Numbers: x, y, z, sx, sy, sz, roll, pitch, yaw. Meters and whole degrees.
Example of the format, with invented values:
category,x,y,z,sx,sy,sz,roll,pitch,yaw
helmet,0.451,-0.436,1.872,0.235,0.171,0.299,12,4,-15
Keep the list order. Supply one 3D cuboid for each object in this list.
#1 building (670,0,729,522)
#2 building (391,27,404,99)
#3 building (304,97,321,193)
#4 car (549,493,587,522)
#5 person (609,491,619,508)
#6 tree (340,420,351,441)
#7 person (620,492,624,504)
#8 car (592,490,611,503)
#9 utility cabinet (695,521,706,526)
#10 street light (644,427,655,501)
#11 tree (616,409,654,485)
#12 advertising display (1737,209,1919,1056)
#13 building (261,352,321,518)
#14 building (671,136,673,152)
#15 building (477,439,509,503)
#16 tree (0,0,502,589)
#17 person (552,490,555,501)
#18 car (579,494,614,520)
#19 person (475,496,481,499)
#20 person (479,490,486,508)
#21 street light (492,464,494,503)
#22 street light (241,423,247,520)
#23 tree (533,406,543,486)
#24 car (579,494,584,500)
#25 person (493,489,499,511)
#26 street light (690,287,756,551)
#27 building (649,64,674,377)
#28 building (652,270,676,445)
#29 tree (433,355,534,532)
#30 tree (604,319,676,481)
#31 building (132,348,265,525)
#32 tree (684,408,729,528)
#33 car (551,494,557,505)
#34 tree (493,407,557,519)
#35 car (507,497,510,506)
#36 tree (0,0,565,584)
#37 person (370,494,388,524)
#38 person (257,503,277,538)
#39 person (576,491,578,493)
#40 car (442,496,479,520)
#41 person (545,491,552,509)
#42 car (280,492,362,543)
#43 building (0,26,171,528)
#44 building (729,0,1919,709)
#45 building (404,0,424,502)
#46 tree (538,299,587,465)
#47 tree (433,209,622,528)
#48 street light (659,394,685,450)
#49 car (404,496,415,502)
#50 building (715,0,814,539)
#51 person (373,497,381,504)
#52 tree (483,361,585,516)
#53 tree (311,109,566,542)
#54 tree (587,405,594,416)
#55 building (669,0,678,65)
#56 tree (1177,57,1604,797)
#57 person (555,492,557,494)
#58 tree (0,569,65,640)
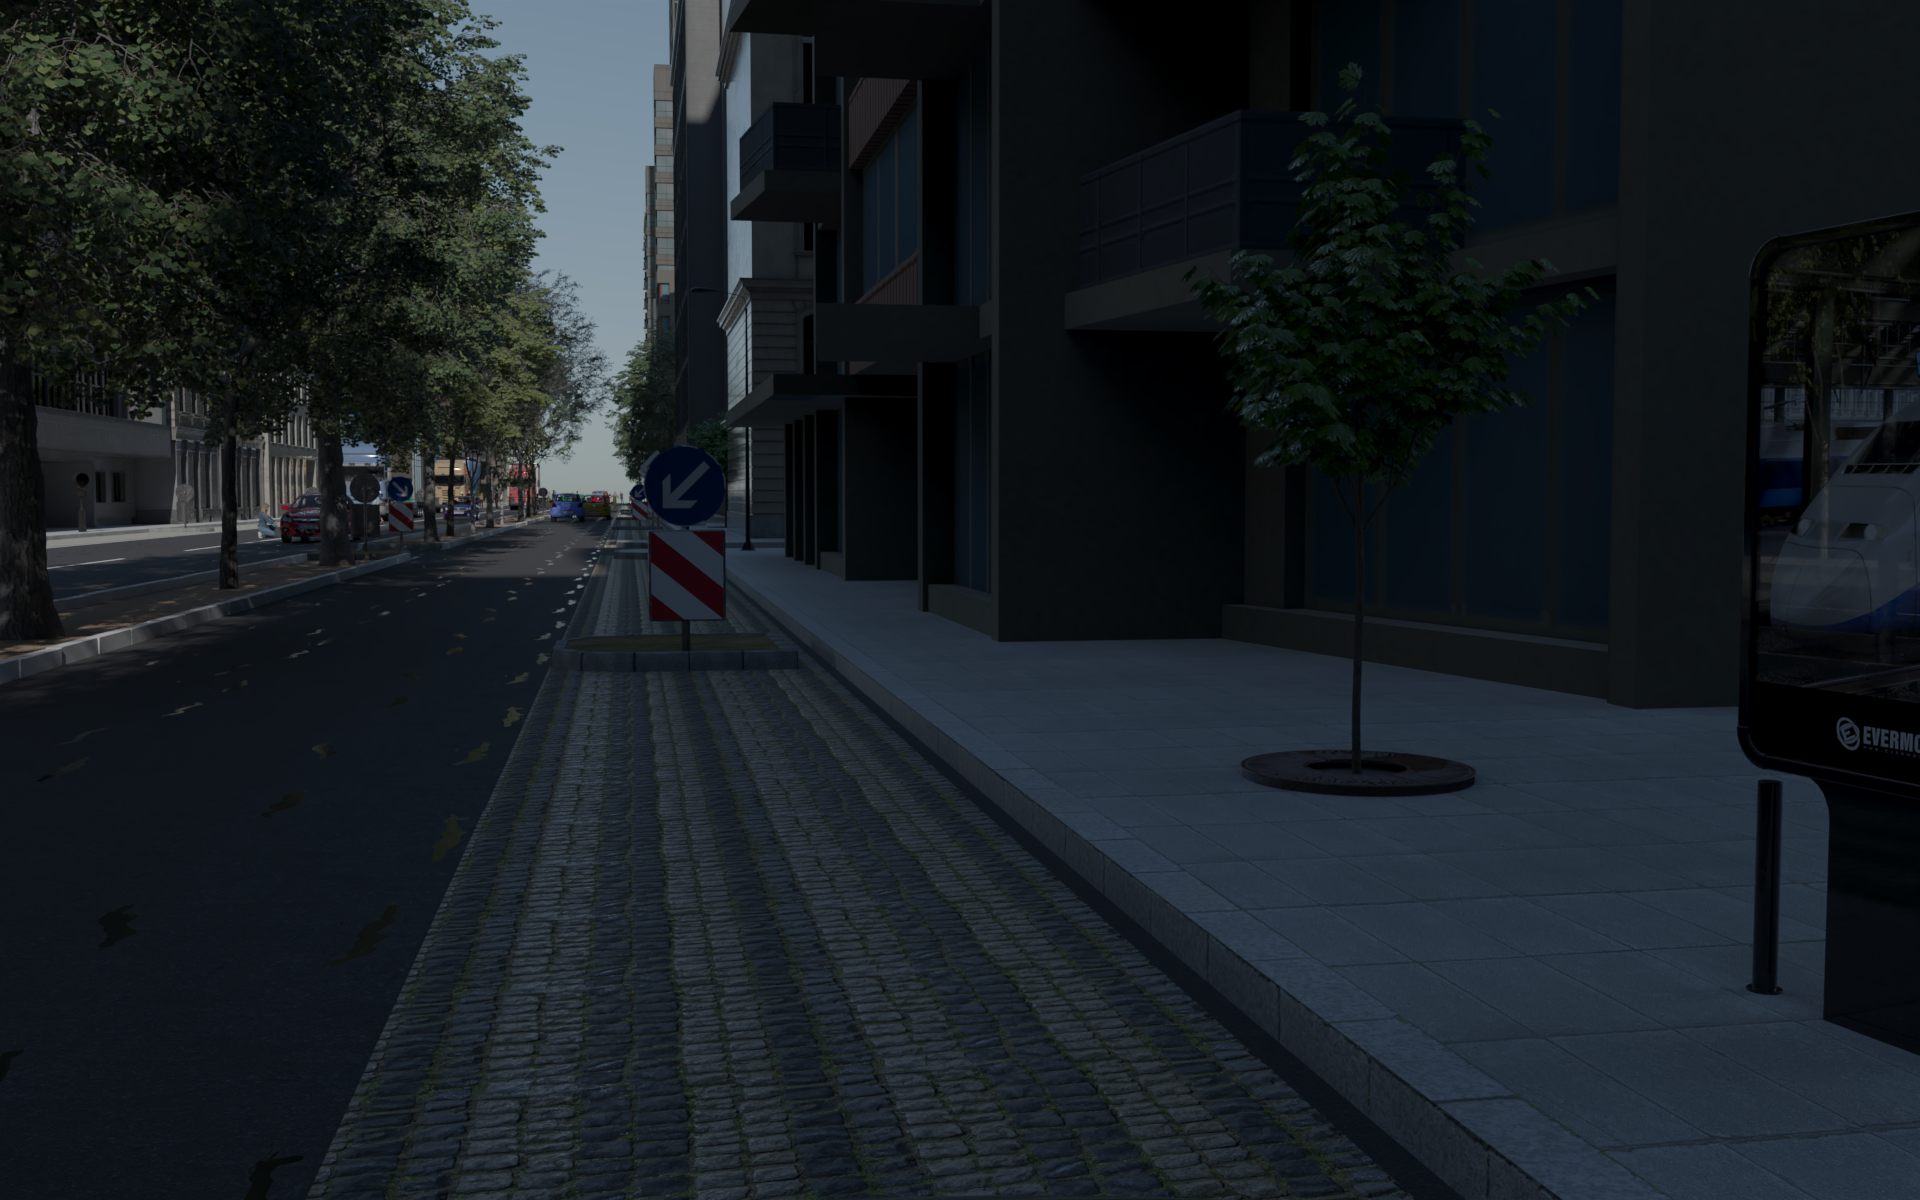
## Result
category,x,y,z,sx,sy,sz,roll,pitch,yaw
building,-7.000,-17.959,87.143,14.314,27.812,24.014,-1,4,-11
building,-54.747,-30.357,146.451,14.600,45.320,14.200,-1,4,-11
building,-59.916,-26.537,125.759,32.217,40.220,23.993,-1,4,-11
car,-20.349,-4.912,89.900,1.945,1.707,3.694,-1,4,-12
person,-34.713,-10.072,173.909,0.721,1.736,1.217,3,4,39
tree,-41.857,-9.996,113.789,4.737,8.622,4.395,0,3,0
person,-47.881,-14.436,244.979,0.683,1.767,0.568,1,4,12
car,-37.270,-10.439,179.343,2.281,1.827,5.304,-1,4,-12
utility cabinet,-10.693,-3.578,69.658,0.306,1.237,1.020,3,5,42
street light,-21.171,-9.075,120.923,1.470,5.913,1.316,-1,4,-11
tree,-35.510,-17.520,203.464,9.611,12.733,9.660,0,3,0
advertising display,2.207,0.074,4.010,0.123,1.923,0.974,-1,4,-17
building,-42.946,-14.858,97.681,10.420,20.320,16.860,-1,4,-11
building,-10.985,-19.764,110.529,14.401,28.519,23.554,-1,4,-11
building,-81.511,-25.010,253.945,27.650,21.520,28.899,-1,4,-11
tree,-10.952,-5.413,25.373,8.767,10.594,7.601,-1,4,-11
person,-37.050,-9.150,158.126,0.705,1.821,1.348,0,3,0
car,-20.261,-5.257,96.179,2.015,1.641,3.980,-1,4,-10
person,-46.570,-9.665,166.604,1.350,1.814,0.705,3,5,39
person,-49.532,-10.436,179.227,1.348,1.812,0.705,1,4,9
street light,-64.388,-16.410,240.845,1.470,5.913,1.316,-1,4,-11
street light,-34.338,-6.833,84.266,1.470,5.913,1.316,-1,4,-11
tree,-21.297,-7.794,80.248,4.360,8.622,3.978,0,3,0
car,-25.227,-6.390,113.271,1.959,1.807,4.718,-1,4,-10
person,-39.536,-8.531,147.620,0.705,1.869,1.348,-2,4,-28
street light,-5.353,-4.072,39.122,1.470,5.913,1.316,-1,4,-11
building,-22.722,-29.728,169.641,14.154,41.232,14.086,-1,4,-11
building,-12.424,-18.675,150.368,27.650,21.520,28.899,-1,4,-11
tree,-18.073,-6.802,64.025,4.360,8.622,3.978,0,3,0
tree,-21.550,-13.535,127.954,9.857,13.997,8.962,0,3,0
building,-39.314,-14.150,80.505,9.793,20.994,18.267,-1,4,-11
tree,-9.068,-5.057,66.398,4.285,4.588,4.351,0,3,0
car,-51.933,-13.099,223.754,1.945,1.707,3.694,-1,4,-11
tree,-24.662,-8.849,97.507,4.737,8.622,4.395,0,3,0
car,-53.397,-12.209,208.653,2.155,1.783,4.494,-1,4,-11
tree,-12.384,-7.636,33.968,9.857,13.997,8.962,0,3,0
person,-27.250,-4.476,81.907,1.509,1.804,0.699,-2,4,-24
person,-22.591,-2.611,56.688,0.738,1.151,1.012,0,4,-7
person,-35.600,-9.281,160.958,1.217,1.735,0.721,0,4,8
car,-27.530,-5.077,95.584,1.945,1.354,3.894,-1,4,-12
person,-39.224,-9.548,165.343,1.217,1.736,0.721,-1,4,-12
car,-19.227,-2.639,52.184,2.155,1.783,4.494,-1,4,-10
building,-37.160,-14.507,56.250,14.314,24.678,30.058,-1,4,-11
building,8.216,-22.567,23.593,22.147,44.769,28.867,-1,4,-11
building,-63.100,-52.240,166.799,22.319,86.520,31.000,-1,4,-11
tree,-17.215,-7.406,57.950,8.767,10.594,7.601,-1,4,-11
tree,-19.673,-9.735,71.990,12.009,13.543,11.850,0,3,0
street light,-13.198,-6.588,80.263,1.470,5.913,1.316,-1,4,-11
car,-40.867,-7.212,126.704,1.959,1.807,4.718,-1,4,-13
building,9.625,-14.574,57.362,34.723,24.649,14.460,-1,4,-11
person,-27.210,-4.302,80.651,0.330,1.601,0.589,1,4,16
tree,-28.274,-11.384,114.333,9.928,11.665,9.643,0,3,0
tree,-15.465,-7.943,50.456,7.486,12.596,7.792,0,3,0
tree,-26.384,-10.302,105.310,8.767,10.594,7.601,-1,4,-11
building,-22.770,-45.755,186.347,20.563,71.187,20.611,-1,4,-11
tree,1.723,-0.811,7.863,1.663,3.219,1.824,0,3,0
person,-57.651,-14.526,246.514,0.721,1.766,1.217,-1,4,-8
tree,-9.232,-6.576,16.626,9.857,13.997,8.962,0,3,0
